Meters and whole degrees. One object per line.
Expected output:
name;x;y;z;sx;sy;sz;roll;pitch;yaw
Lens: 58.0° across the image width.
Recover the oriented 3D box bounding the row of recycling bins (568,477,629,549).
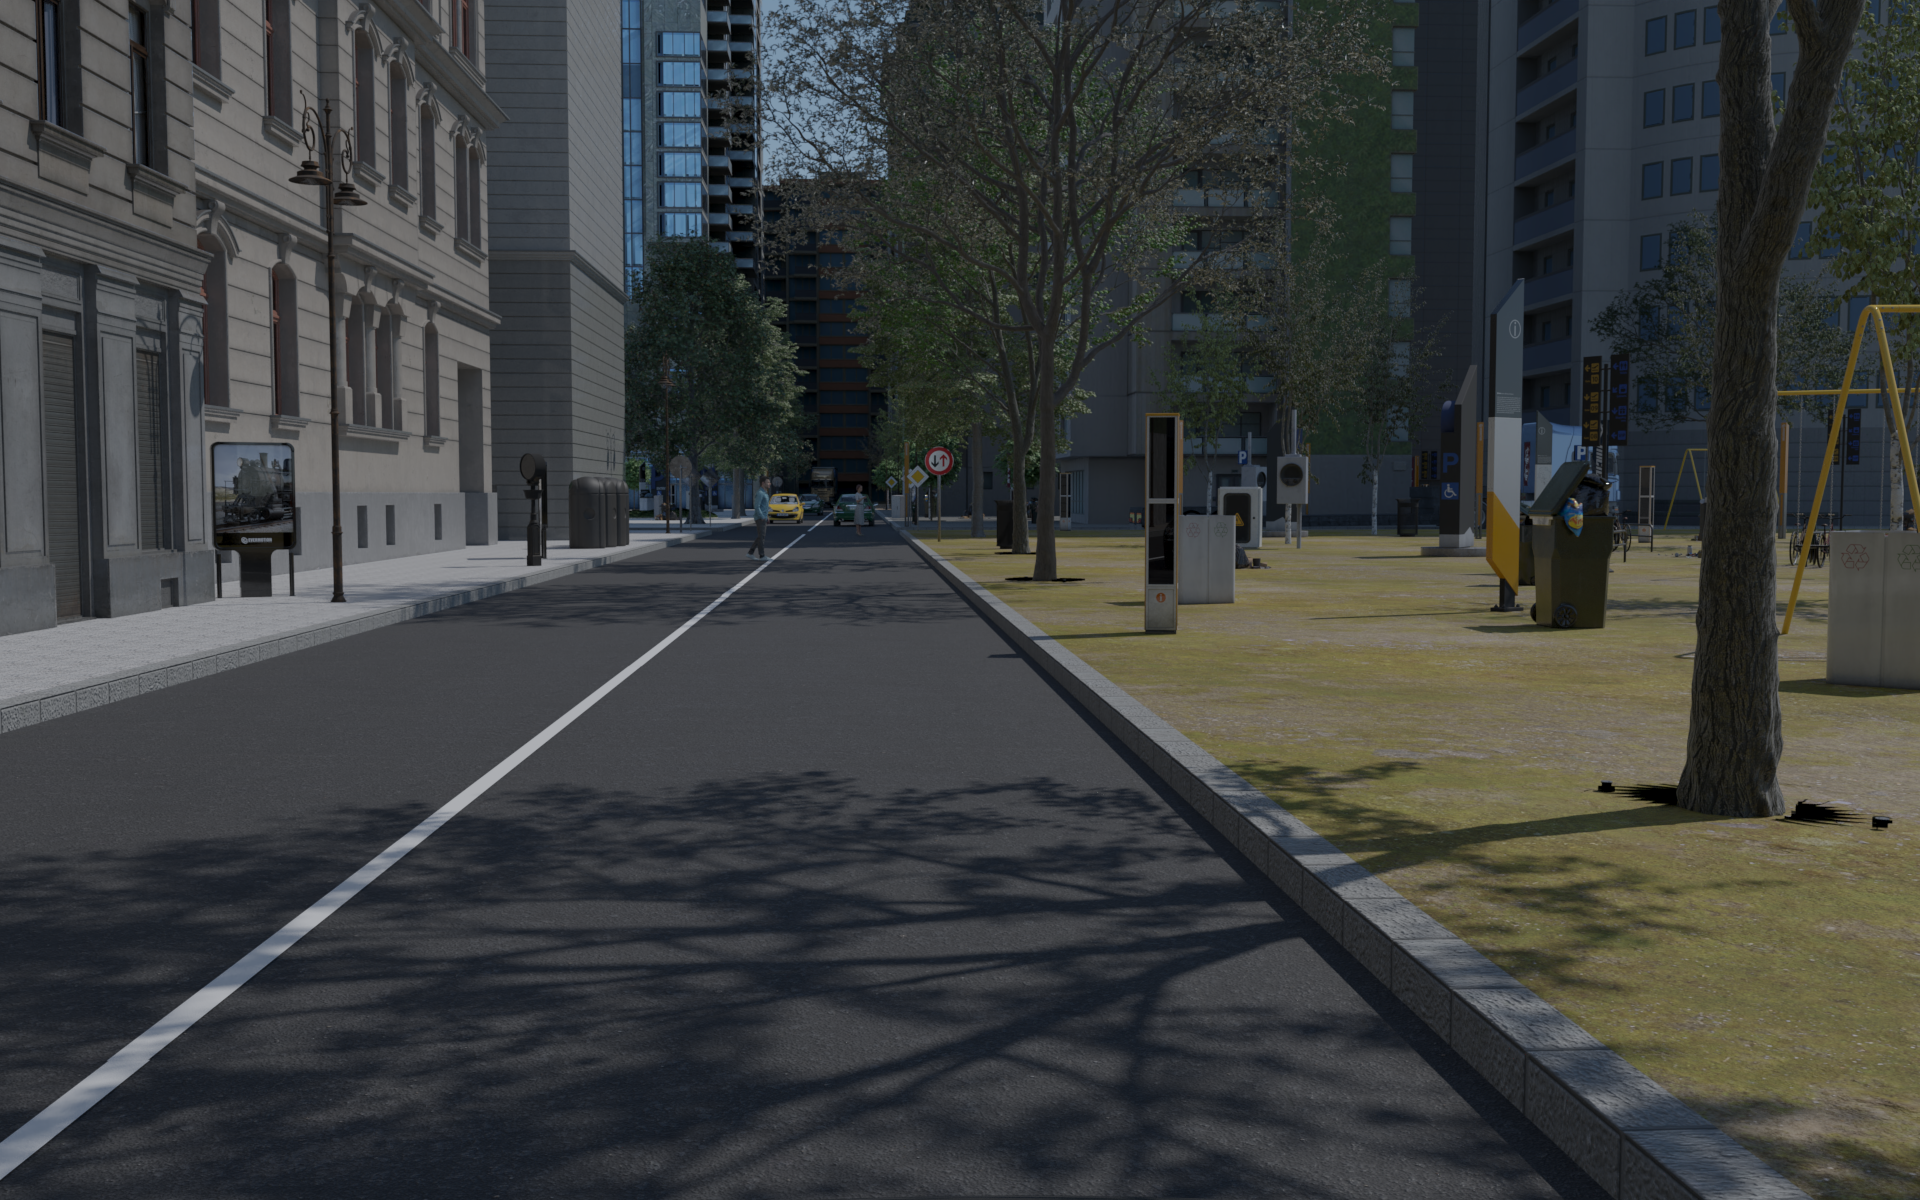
row of recycling bins;-8.726;-2.144;42.163;1.069;1.692;3.534;0;4;1

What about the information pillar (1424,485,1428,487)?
information pillar;36.536;-8.027;135.736;0.304;2.012;0.304;-2;4;-27

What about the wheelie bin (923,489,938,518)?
wheelie bin;-1.587;-5.268;94.040;0.693;1.594;0.980;1;4;16

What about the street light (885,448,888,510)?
street light;-6.074;-10.402;142.865;0.468;5.910;1.993;0;4;-3

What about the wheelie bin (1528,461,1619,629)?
wheelie bin;5.926;-0.541;16.760;0.693;1.594;0.980;0;4;-2

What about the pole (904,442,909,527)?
pole;-2.086;-4.537;68.028;0.158;3.312;0.155;0;3;0

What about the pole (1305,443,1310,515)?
pole;13.926;-4.619;69.356;0.158;3.312;0.155;0;3;0

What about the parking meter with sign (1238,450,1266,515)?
parking meter with sign;12.018;-4.496;69.767;1.738;3.016;0.543;-2;4;-34

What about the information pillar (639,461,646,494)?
information pillar;-22.356;-7.993;122.035;0.183;3.616;0.504;3;5;44

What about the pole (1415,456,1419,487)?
pole;24.462;-6.051;92.773;0.158;3.312;0.155;0;3;0

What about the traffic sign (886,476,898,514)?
traffic sign;-4.353;-6.666;110.181;0.795;2.450;0.064;0;4;2

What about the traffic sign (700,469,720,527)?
traffic sign;-9.777;-3.922;67.773;0.795;2.450;0.064;0;4;-3

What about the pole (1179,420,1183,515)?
pole;6.070;-3.314;48.021;0.158;3.312;0.155;0;3;0

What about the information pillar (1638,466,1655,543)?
information pillar;18.041;-2.510;45.523;0.304;2.012;0.304;3;4;38

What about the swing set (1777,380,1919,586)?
swing set;13.569;-1.732;25.940;3.119;2.851;2.862;2;4;25

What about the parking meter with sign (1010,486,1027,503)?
parking meter with sign;3.040;-5.939;93.355;0.543;3.016;1.738;3;5;42

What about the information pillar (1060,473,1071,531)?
information pillar;3.673;-3.412;60.277;0.304;2.012;0.304;2;4;30

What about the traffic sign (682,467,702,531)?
traffic sign;-9.300;-3.435;59.802;0.795;2.450;0.064;0;4;-3

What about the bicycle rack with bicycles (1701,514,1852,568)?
bicycle rack with bicycles;14.955;-1.112;31.559;2.852;0.926;2.925;3;5;44

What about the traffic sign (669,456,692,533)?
traffic sign;-9.257;-3.503;57.387;0.768;2.556;0.104;0;4;5

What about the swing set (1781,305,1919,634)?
swing set;9.063;-1.025;14.377;3.119;2.851;2.862;0;4;1

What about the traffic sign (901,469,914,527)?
traffic sign;-1.945;-3.950;68.219;0.795;2.450;0.064;0;4;-3

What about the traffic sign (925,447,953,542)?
traffic sign;-0.559;-2.840;46.532;0.768;2.556;0.104;0;4;-2

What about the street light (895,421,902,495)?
street light;-3.827;-8.229;107.333;0.468;5.910;1.993;0;4;-3

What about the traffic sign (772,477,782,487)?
traffic sign;-13.439;-7.785;127.384;0.768;2.556;0.104;0;4;6

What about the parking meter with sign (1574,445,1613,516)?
parking meter with sign;22.263;-3.947;60.786;0.543;3.016;1.738;-1;4;-14

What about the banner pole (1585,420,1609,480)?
banner pole;18.884;-3.764;51.563;0.863;3.779;0.401;2;4;32

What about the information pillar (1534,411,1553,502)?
information pillar;16.425;-3.514;48.806;0.504;3.616;0.183;-1;4;-12

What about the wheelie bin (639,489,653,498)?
wheelie bin;-21.038;-6.604;115.887;0.980;1.594;0.693;1;4;9

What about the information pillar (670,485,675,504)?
information pillar;-22.519;-8.033;135.830;0.304;2.012;0.304;-1;4;-21

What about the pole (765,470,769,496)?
pole;-12.680;-7.336;113.783;0.158;3.312;0.155;0;3;0

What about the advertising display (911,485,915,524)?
advertising display;-1.930;-4.189;73.711;0.123;1.923;0.974;-1;4;-13

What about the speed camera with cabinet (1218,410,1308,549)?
speed camera with cabinet;7.127;-2.838;40.744;2.038;3.252;0.660;1;4;16

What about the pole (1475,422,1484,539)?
pole;14.773;-3.390;49.276;0.158;3.312;0.155;0;3;0

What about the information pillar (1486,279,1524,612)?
information pillar;5.925;-1.679;18.813;0.504;3.616;0.183;-3;4;-36

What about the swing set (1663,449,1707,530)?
swing set;26.421;-3.819;60.069;3.119;2.851;2.862;-1;4;-8

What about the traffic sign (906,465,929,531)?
traffic sign;-1.468;-3.462;60.248;0.795;2.450;0.064;0;4;-3

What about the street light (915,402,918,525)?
street light;-1.797;-6.025;71.302;0.468;5.910;1.993;0;4;-3

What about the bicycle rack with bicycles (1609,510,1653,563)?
bicycle rack with bicycles;11.067;-1.142;32.060;2.852;0.926;2.925;2;4;31

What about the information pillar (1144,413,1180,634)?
information pillar;1.857;-0.699;15.926;0.304;2.012;0.304;1;4;8

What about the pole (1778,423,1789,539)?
pole;23.547;-3.405;49.523;0.158;3.312;0.155;0;3;0
